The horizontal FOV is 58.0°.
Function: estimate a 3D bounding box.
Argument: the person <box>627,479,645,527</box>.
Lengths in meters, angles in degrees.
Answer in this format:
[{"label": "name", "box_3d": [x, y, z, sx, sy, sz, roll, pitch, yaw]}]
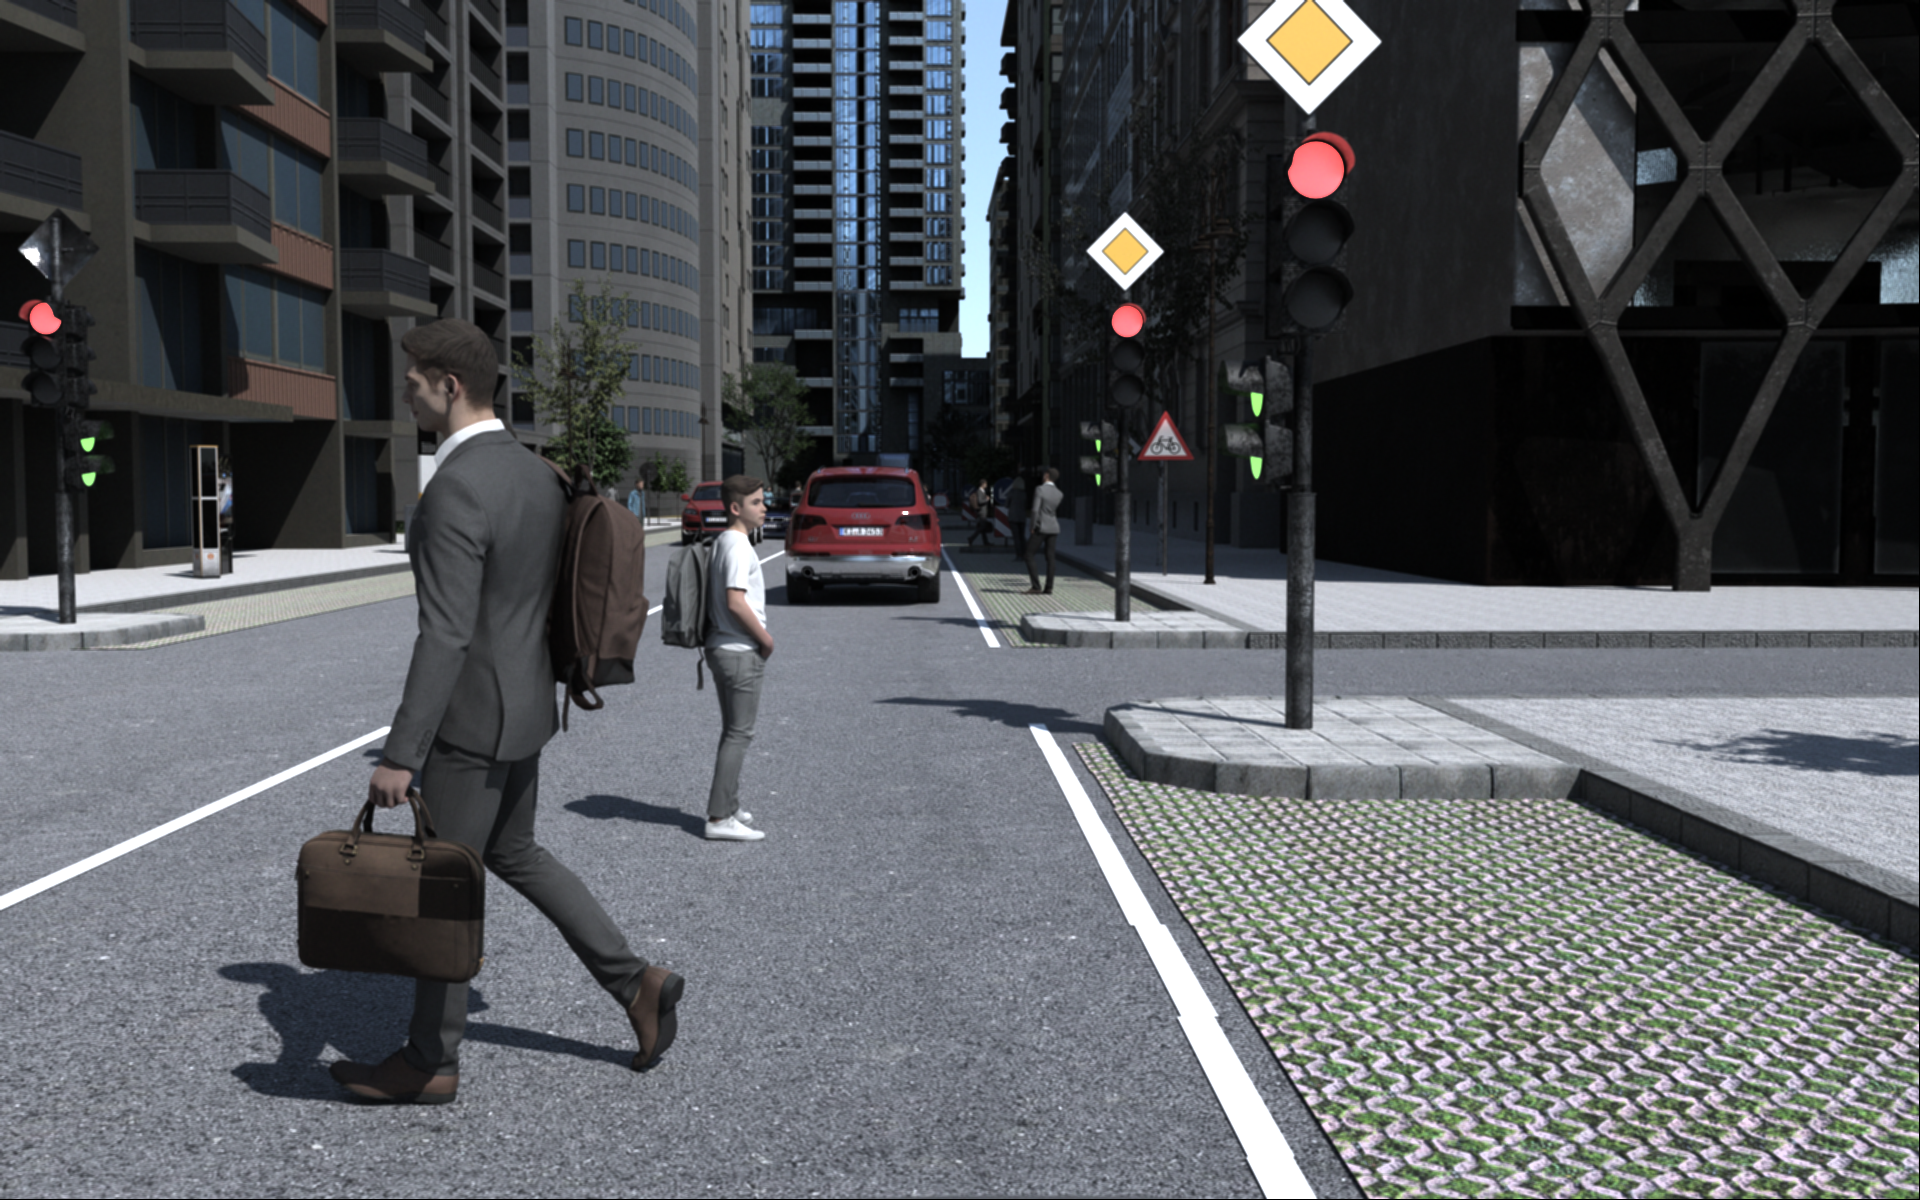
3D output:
[{"label": "person", "box_3d": [-7.441, -1.895, 39.828, 0.444, 1.785, 0.601, 3, 4, 37]}]

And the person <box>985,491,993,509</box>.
[{"label": "person", "box_3d": [2.588, -8.934, 152.141, 1.348, 1.821, 0.705, -1, 4, -9]}]

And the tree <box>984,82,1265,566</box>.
[{"label": "tree", "box_3d": [3.431, -4.930, 30.968, 4.360, 8.622, 3.978, 0, 3, 0]}]

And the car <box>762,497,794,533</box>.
[{"label": "car", "box_3d": [-6.052, -2.690, 56.564, 1.945, 1.354, 3.894, 0, 4, -3]}]

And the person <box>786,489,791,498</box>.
[{"label": "person", "box_3d": [-14.429, -8.589, 147.193, 0.721, 1.743, 1.217, 3, 5, 42]}]

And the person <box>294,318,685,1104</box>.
[{"label": "person", "box_3d": [-1.084, 0.269, 4.062, 0.822, 1.834, 0.622, 0, 4, -2]}]

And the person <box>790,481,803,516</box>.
[{"label": "person", "box_3d": [-5.000, -2.772, 53.789, 0.622, 1.834, 0.822, 0, 4, 7]}]

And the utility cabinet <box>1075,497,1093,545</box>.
[{"label": "utility cabinet", "box_3d": [3.128, -1.996, 43.799, 0.306, 1.237, 1.020, 1, 4, 14]}]

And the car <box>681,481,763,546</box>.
[{"label": "car", "box_3d": [-6.731, -2.487, 49.338, 2.281, 1.827, 5.304, 0, 4, -3]}]

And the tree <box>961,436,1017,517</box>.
[{"label": "tree", "box_3d": [1.598, -6.978, 97.806, 4.285, 4.588, 4.351, 0, 3, 0]}]

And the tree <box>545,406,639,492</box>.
[{"label": "tree", "box_3d": [-13.316, -4.874, 63.400, 4.285, 4.588, 4.351, 0, 3, 0]}]

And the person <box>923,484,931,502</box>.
[{"label": "person", "box_3d": [-1.073, -2.457, 49.515, 0.563, 1.720, 0.643, -3, 4, -37]}]

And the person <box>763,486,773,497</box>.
[{"label": "person", "box_3d": [-9.890, -4.955, 89.383, 0.638, 1.841, 0.748, 0, 4, 5]}]

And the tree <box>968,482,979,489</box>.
[{"label": "tree", "box_3d": [1.414, -8.817, 138.751, 1.663, 3.219, 1.824, 0, 3, 0]}]

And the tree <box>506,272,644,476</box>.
[{"label": "tree", "box_3d": [-12.416, -6.527, 57.072, 4.737, 8.622, 4.395, 0, 3, 0]}]

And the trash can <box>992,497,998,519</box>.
[{"label": "trash can", "box_3d": [1.923, -4.589, 86.679, 0.748, 1.137, 0.748, 0, 3, 0]}]

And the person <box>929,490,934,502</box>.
[{"label": "person", "box_3d": [-2.829, -9.698, 166.693, 0.705, 1.869, 1.348, 2, 4, 35]}]

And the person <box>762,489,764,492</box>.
[{"label": "person", "box_3d": [-19.308, -9.940, 168.432, 0.599, 1.838, 0.709, 3, 5, 43]}]

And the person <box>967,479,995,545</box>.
[{"label": "person", "box_3d": [0.553, -2.366, 47.151, 0.822, 1.834, 0.622, -1, 4, -15]}]

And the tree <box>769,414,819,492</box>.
[{"label": "tree", "box_3d": [-14.749, -12.307, 151.578, 4.737, 8.622, 4.395, 0, 3, 0]}]

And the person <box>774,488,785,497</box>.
[{"label": "person", "box_3d": [-14.153, -7.844, 135.081, 1.217, 1.735, 0.721, 1, 4, 21]}]

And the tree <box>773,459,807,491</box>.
[{"label": "tree", "box_3d": [-15.481, -10.673, 158.214, 4.285, 4.588, 4.351, 0, 3, 0]}]

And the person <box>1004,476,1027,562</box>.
[{"label": "person", "box_3d": [1.159, -1.707, 36.601, 0.537, 1.800, 0.526, -1, 4, -23]}]

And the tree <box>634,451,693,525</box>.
[{"label": "tree", "box_3d": [-12.436, -4.728, 71.897, 1.663, 3.219, 1.824, 0, 3, 0]}]

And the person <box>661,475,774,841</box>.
[{"label": "person", "box_3d": [-0.951, 0.237, 7.225, 0.503, 1.515, 0.523, 3, 4, 37]}]

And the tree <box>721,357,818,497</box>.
[{"label": "tree", "box_3d": [-14.575, -12.657, 132.693, 9.928, 11.665, 9.643, 0, 3, 0]}]

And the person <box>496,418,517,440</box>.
[{"label": "person", "box_3d": [-2.303, 0.022, 8.323, 0.473, 1.802, 0.592, 1, 4, 13]}]

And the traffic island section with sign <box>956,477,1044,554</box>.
[{"label": "traffic island section with sign", "box_3d": [0.986, -2.057, 42.258, 1.989, 1.847, 2.006, 0, 4, -2]}]

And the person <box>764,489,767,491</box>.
[{"label": "person", "box_3d": [-16.736, -8.709, 149.374, 0.436, 1.711, 0.756, -3, 4, -37]}]

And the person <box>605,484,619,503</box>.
[{"label": "person", "box_3d": [-17.849, -5.048, 88.691, 0.709, 1.813, 0.853, -2, 4, -33]}]

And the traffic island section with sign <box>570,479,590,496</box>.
[{"label": "traffic island section with sign", "box_3d": [-9.218, -2.029, 41.802, 1.989, 1.847, 2.006, 0, 4, -2]}]

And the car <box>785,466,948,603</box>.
[{"label": "car", "box_3d": [-1.298, -0.957, 24.319, 2.281, 1.827, 5.304, 0, 4, -1]}]

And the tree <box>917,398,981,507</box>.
[{"label": "tree", "box_3d": [-0.710, -14.274, 167.786, 7.601, 10.594, 8.767, 0, 4, -1]}]

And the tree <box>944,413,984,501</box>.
[{"label": "tree", "box_3d": [0.757, -12.626, 156.805, 4.360, 8.622, 3.978, 0, 3, 0]}]

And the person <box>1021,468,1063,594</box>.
[{"label": "person", "box_3d": [1.170, -0.975, 24.625, 0.592, 1.802, 0.473, -2, 4, -25]}]
